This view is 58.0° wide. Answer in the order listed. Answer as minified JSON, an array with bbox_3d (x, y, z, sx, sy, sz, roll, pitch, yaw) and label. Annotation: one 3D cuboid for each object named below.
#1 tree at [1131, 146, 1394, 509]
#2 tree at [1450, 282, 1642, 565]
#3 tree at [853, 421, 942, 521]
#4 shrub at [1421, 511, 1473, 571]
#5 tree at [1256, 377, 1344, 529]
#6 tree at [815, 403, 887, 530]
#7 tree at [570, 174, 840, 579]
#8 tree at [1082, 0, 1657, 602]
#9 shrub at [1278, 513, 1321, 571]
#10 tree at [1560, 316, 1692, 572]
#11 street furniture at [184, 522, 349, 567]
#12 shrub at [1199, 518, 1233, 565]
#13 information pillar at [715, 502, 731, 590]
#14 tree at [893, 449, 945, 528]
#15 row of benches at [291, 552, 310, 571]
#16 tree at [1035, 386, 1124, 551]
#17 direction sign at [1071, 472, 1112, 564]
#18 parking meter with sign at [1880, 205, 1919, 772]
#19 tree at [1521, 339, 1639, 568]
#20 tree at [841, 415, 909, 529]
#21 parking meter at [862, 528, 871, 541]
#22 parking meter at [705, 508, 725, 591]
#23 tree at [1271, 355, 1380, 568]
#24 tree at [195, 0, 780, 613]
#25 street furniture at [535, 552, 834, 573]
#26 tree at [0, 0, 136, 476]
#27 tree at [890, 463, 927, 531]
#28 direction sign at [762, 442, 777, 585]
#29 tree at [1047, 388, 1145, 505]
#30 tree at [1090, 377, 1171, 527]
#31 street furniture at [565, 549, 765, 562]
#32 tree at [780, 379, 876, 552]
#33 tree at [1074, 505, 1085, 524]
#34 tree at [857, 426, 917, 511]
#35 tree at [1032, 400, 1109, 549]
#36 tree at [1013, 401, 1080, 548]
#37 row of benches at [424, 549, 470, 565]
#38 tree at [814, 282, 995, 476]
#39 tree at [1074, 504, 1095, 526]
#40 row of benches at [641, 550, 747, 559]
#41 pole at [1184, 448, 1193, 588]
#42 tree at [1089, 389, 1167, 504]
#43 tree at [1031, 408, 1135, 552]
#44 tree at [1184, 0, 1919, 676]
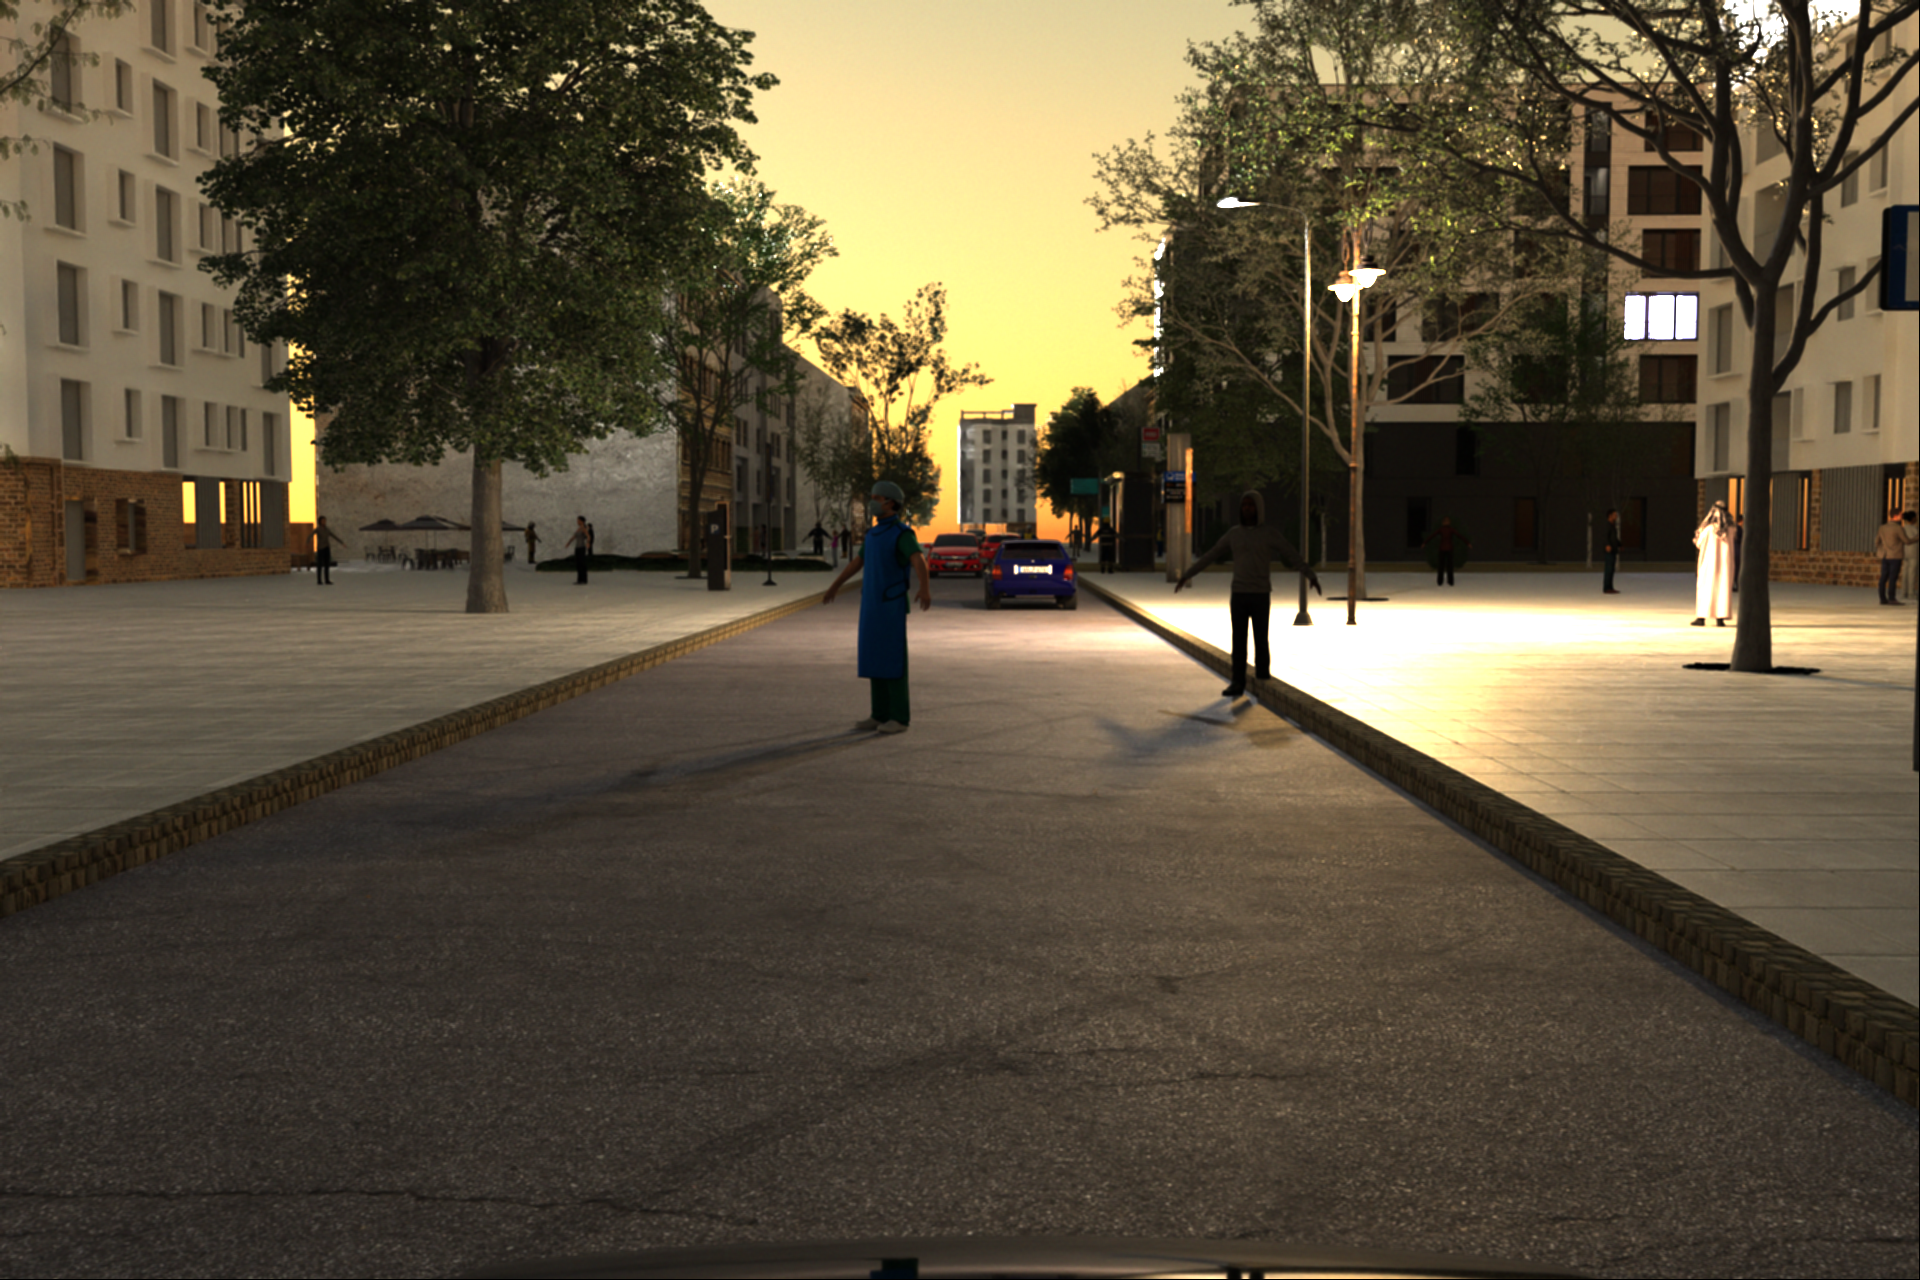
[{"bbox_3d":[8.631,-8.071,50.093,7.486,12.596,7.792,0,3,0],"label":"tree"},{"bbox_3d":[24.569,-8.995,72.827,9.928,11.665,9.643,0,3,0],"label":"tree"},{"bbox_3d":[-5.190,-12.770,143.209,8.767,10.594,7.601,1,4,15],"label":"tree"},{"bbox_3d":[16.719,-3.387,59.413,1.661,2.075,1.752,0,3,0],"label":"shrub"},{"bbox_3d":[14.918,-7.642,75.316,4.737,8.622,4.395,0,3,0],"label":"tree"},{"bbox_3d":[-6.569,-8.986,97.288,4.360,8.622,3.978,0,3,0],"label":"tree"},{"bbox_3d":[-7.483,-7.578,49.649,9.928,11.665,9.643,0,3,0],"label":"tree"},{"bbox_3d":[7.548,-7.502,33.030,12.009,13.543,11.850,0,3,0],"label":"tree"},{"bbox_3d":[11.949,-3.454,60.885,1.690,2.028,1.600,0,3,0],"label":"shrub"},{"bbox_3d":[22.210,-6.643,58.971,4.360,8.622,3.978,0,3,0],"label":"tree"},{"bbox_3d":[-28.480,-3.756,68.258,11.010,1.723,9.812,2,4,33],"label":"street furniture"},{"bbox_3d":[10.886,-4.192,72.965,1.690,2.028,1.600,0,3,0],"label":"shrub"},{"bbox_3d":[-5.406,-2.145,39.570,0.304,2.012,0.304,0,4,1],"label":"information pillar"},{"bbox_3d":[-7.238,-21.113,251.853,9.857,13.997,8.962,0,3,0],"label":"tree"},{"bbox_3d":[-24.744,-2.757,60.545,4.104,0.672,1.422,1,4,13],"label":"row of benches"},{"bbox_3d":[9.588,-13.174,133.514,7.486,12.596,7.792,0,3,0],"label":"tree"},{"bbox_3d":[5.995,-5.187,73.568,2.525,3.948,1.411,0,4,-1],"label":"direction sign"},{"bbox_3d":[5.177,-0.746,8.460,0.543,3.016,1.738,0,4,1],"label":"parking meter with sign"},{"bbox_3d":[23.803,-6.991,64.660,4.360,8.622,3.978,0,3,0],"label":"tree"},{"bbox_3d":[-5.944,-9.578,106.962,4.360,8.622,3.978,0,3,0],"label":"tree"},{"bbox_3d":[-3.898,-3.912,72.374,0.372,1.533,0.369,0,3,0],"label":"parking meter"},{"bbox_3d":[-5.553,-2.052,39.263,0.399,1.863,0.255,0,4,1],"label":"parking meter"},{"bbox_3d":[13.880,-7.058,65.753,4.360,8.622,3.978,0,3,0],"label":"tree"},{"bbox_3d":[-7.835,-7.422,28.011,9.857,13.997,8.962,0,3,0],"label":"tree"},{"bbox_3d":[-9.260,-2.702,59.807,10.072,0.657,5.734,0,4,4],"label":"street furniture"},{"bbox_3d":[-8.629,-3.782,12.203,4.360,8.622,3.978,0,3,0],"label":"tree"},{"bbox_3d":[-5.016,-12.732,158.522,4.360,8.622,3.978,0,3,0],"label":"tree"},{"bbox_3d":[-4.768,-3.136,43.277,0.379,3.537,0.876,0,4,1],"label":"direction sign"},{"bbox_3d":[9.082,-10.832,111.521,7.601,10.594,8.767,0,4,5],"label":"tree"},{"bbox_3d":[8.752,-7.961,80.529,4.360,8.622,3.978,0,3,0],"label":"tree"},{"bbox_3d":[-12.537,-3.441,71.889,5.734,0.657,10.072,3,5,39],"label":"street furniture"},{"bbox_3d":[-6.786,-7.991,81.023,4.360,8.622,3.978,0,3,0],"label":"tree"},{"bbox_3d":[18.509,-18.484,252.580,4.737,8.622,4.395,0,3,0],"label":"tree"},{"bbox_3d":[-5.211,-10.347,119.543,4.737,8.622,4.395,0,3,0],"label":"tree"},{"bbox_3d":[9.838,-13.980,146.705,7.486,12.596,7.792,0,3,0],"label":"tree"},{"bbox_3d":[10.231,-15.226,159.322,12.009,13.543,11.850,0,3,0],"label":"tree"},{"bbox_3d":[-21.532,-3.484,72.420,1.422,0.672,4.104,0,4,4],"label":"row of benches"},{"bbox_3d":[-3.973,-16.728,129.397,12.611,20.169,13.585,0,3,0],"label":"tree"},{"bbox_3d":[18.874,-18.210,248.102,4.360,8.622,3.978,0,3,0],"label":"tree"},{"bbox_3d":[-10.063,-3.030,64.997,4.104,0.672,1.422,1,4,9],"label":"row of benches"},{"bbox_3d":[5.441,-2.900,41.251,0.158,3.312,0.155,0,3,0],"label":"pole"},{"bbox_3d":[8.822,-8.328,86.533,4.360,8.622,3.978,0,3,0],"label":"tree"},{"bbox_3d":[9.298,-11.640,124.723,8.767,10.594,7.601,0,3,0],"label":"tree"},{"bbox_3d":[7.536,-6.456,15.933,12.009,13.543,11.850,0,3,0],"label":"tree"}]
